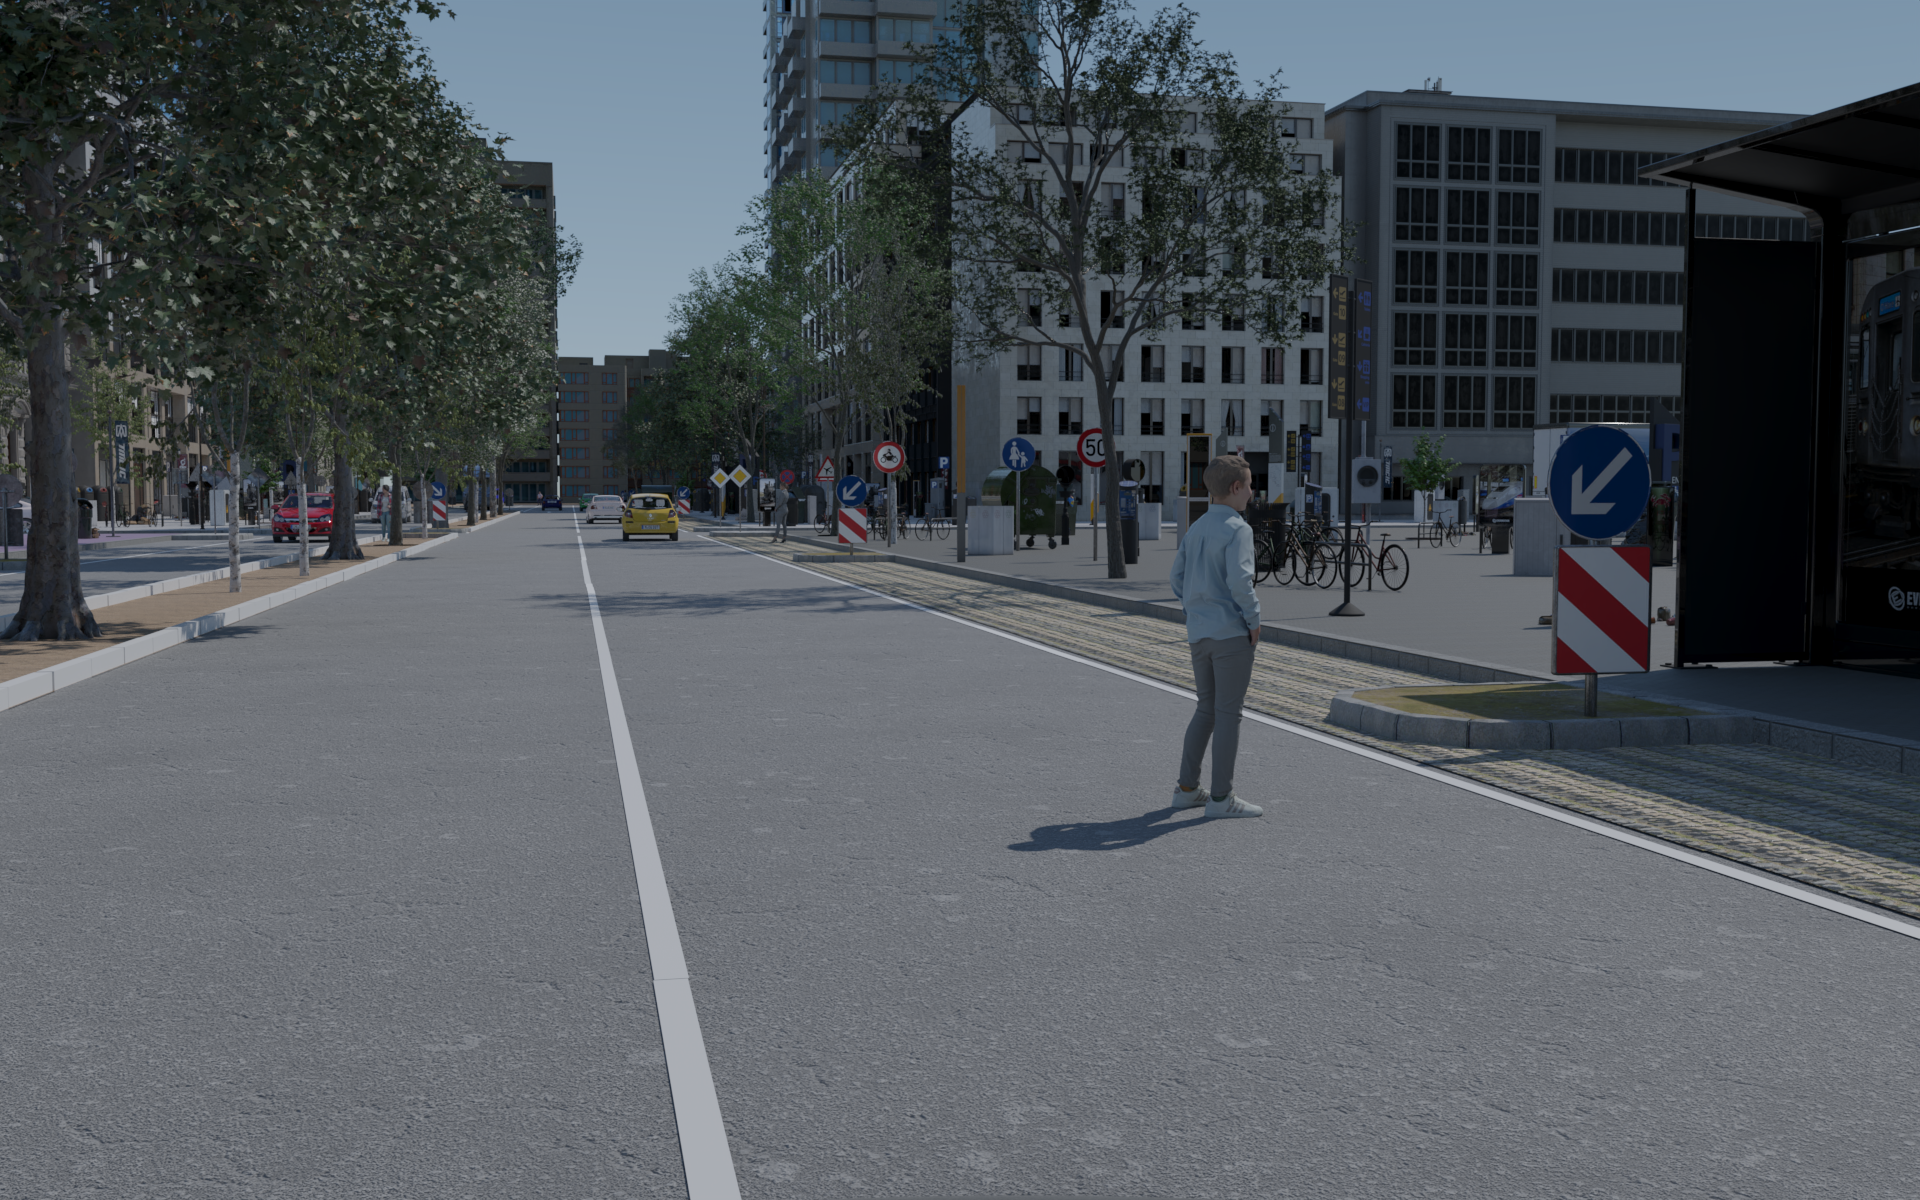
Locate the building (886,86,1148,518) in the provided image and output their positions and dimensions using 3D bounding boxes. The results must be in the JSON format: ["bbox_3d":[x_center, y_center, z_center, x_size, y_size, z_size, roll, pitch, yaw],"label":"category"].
[{"bbox_3d":[3.053,-16.703,102.764,12.332,23.373,15.834,-1,4,-13],"label":"building"}]

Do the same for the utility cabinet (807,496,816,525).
[{"bbox_3d":[-6.207,-3.764,72.703,0.306,1.237,1.020,-1,4,-10],"label":"utility cabinet"}]

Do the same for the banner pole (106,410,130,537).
[{"bbox_3d":[-25.178,-3.778,51.795,0.401,3.779,0.863,2,4,24],"label":"banner pole"}]

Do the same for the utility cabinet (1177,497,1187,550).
[{"bbox_3d":[5.455,-1.783,40.314,0.306,1.237,1.020,3,5,42],"label":"utility cabinet"}]

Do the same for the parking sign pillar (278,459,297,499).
[{"bbox_3d":[-38.259,-6.759,98.973,1.447,3.967,1.447,-2,4,-32],"label":"parking sign pillar"}]

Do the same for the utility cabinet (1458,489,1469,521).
[{"bbox_3d":[24.048,-4.533,82.798,0.318,1.500,1.173,0,4,4],"label":"utility cabinet"}]

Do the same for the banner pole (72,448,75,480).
[{"bbox_3d":[-42.865,-5.693,83.095,0.401,3.779,0.863,3,4,37],"label":"banner pole"}]

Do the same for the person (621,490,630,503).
[{"bbox_3d":[-31.794,-9.540,164.463,0.705,1.826,1.348,3,4,36],"label":"person"}]

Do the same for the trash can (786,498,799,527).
[{"bbox_3d":[-6.729,-3.485,68.639,0.748,1.137,0.748,0,3,0],"label":"trash can"}]

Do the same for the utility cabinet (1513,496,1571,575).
[{"bbox_3d":[9.317,-0.997,27.456,1.020,1.237,0.306,1,4,12],"label":"utility cabinet"}]

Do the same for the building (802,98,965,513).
[{"bbox_3d":[0.133,-19.759,127.582,19.350,26.468,34.151,-1,4,-13],"label":"building"}]

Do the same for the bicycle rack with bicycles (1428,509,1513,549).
[{"bbox_3d":[12.224,-1.697,41.123,2.852,0.926,2.925,2,4,34],"label":"bicycle rack with bicycles"}]

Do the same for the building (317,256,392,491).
[{"bbox_3d":[-92.810,-37.528,233.186,30.456,49.044,23.786,-1,4,-13],"label":"building"}]

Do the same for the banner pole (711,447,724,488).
[{"bbox_3d":[-12.774,-6.226,91.818,0.863,3.779,0.401,0,4,1],"label":"banner pole"}]

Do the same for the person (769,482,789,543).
[{"bbox_3d":[-5.279,-2.551,50.483,0.573,1.790,0.520,0,4,-5],"label":"person"}]

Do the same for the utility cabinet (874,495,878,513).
[{"bbox_3d":[-3.866,-4.713,88.217,1.020,1.237,0.306,0,4,-4],"label":"utility cabinet"}]

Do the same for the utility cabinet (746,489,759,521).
[{"bbox_3d":[-9.625,-4.511,82.437,1.173,1.500,0.318,2,4,32],"label":"utility cabinet"}]

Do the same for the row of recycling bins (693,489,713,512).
[{"bbox_3d":[-19.436,-7.536,130.324,1.069,1.692,3.534,-1,4,-15],"label":"row of recycling bins"}]

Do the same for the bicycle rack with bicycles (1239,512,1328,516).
[{"bbox_3d":[6.846,-1.320,34.971,2.852,0.926,2.925,-2,4,-27],"label":"bicycle rack with bicycles"}]

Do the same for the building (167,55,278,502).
[{"bbox_3d":[-69.016,-50.866,144.336,22.319,86.520,31.000,-1,4,-13],"label":"building"}]

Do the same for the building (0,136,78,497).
[{"bbox_3d":[-48.210,-15.252,78.248,11.050,23.489,19.941,-1,4,-13],"label":"building"}]

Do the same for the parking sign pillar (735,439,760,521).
[{"bbox_3d":[-10.181,-5.836,83.898,1.447,3.967,1.447,-2,4,-34],"label":"parking sign pillar"}]

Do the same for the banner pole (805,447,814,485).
[{"bbox_3d":[-8.066,-6.270,92.524,0.401,3.779,0.863,-3,5,-41],"label":"banner pole"}]

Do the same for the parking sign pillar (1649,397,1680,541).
[{"bbox_3d":[19.827,-3.658,48.286,1.447,3.967,1.447,-2,4,-26],"label":"parking sign pillar"}]

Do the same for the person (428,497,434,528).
[{"bbox_3d":[-20.876,-3.607,68.479,0.512,1.701,0.522,2,4,28],"label":"person"}]

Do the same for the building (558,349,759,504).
[{"bbox_3d":[-42.441,-24.614,247.480,28.899,21.520,27.650,-1,4,-13],"label":"building"}]

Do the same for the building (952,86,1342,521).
[{"bbox_3d":[8.920,-14.169,86.407,16.860,20.320,10.420,-1,4,-13],"label":"building"}]

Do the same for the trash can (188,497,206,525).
[{"bbox_3d":[-32.058,-3.738,72.764,0.748,1.137,0.748,0,3,0],"label":"trash can"}]

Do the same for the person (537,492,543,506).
[{"bbox_3d":[-51.469,-12.388,211.984,0.756,1.711,0.436,2,4,32],"label":"person"}]

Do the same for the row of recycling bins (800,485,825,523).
[{"bbox_3d":[-6.790,-4.348,78.211,1.069,1.692,3.534,-1,4,-13],"label":"row of recycling bins"}]

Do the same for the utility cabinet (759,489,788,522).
[{"bbox_3d":[-8.518,-4.333,79.525,1.173,1.500,0.318,-1,4,-18],"label":"utility cabinet"}]

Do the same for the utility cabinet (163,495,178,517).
[{"bbox_3d":[-44.956,-5.360,98.792,1.020,1.237,0.306,1,4,15],"label":"utility cabinet"}]

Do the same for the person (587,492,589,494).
[{"bbox_3d":[-44.131,-11.979,205.069,1.217,1.735,0.721,2,4,28],"label":"person"}]

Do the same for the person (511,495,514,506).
[{"bbox_3d":[-54.478,-12.342,210.157,0.709,1.838,0.599,1,4,11],"label":"person"}]

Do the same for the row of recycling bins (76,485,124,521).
[{"bbox_3d":[-40.641,-4.520,81.014,1.069,1.692,3.534,1,4,15],"label":"row of recycling bins"}]

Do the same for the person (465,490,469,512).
[{"bbox_3d":[-38.683,-7.797,136.160,0.592,1.802,0.473,-2,4,-35],"label":"person"}]

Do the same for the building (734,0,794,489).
[{"bbox_3d":[-13.135,-53.756,191.586,22.319,86.520,31.000,-1,4,-13],"label":"building"}]

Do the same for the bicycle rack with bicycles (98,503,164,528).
[{"bbox_3d":[-32.157,-3.304,67.395,2.852,0.926,2.925,-1,4,-22],"label":"bicycle rack with bicycles"}]

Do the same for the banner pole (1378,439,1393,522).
[{"bbox_3d":[19.366,-5.442,78.997,0.863,3.779,0.401,-1,4,-19],"label":"banner pole"}]

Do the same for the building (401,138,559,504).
[{"bbox_3d":[-66.367,-37.570,237.976,21.600,48.544,21.300,-1,4,-13],"label":"building"}]

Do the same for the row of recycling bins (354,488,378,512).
[{"bbox_3d":[-42.501,-7.095,123.111,3.534,1.692,1.069,1,4,13],"label":"row of recycling bins"}]

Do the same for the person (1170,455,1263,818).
[{"bbox_3d":[1.172,0.159,7.711,0.330,1.601,0.589,-1,4,-16],"label":"person"}]

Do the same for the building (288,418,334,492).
[{"bbox_3d":[-80.140,-20.455,179.472,28.899,21.520,27.650,-1,4,-13],"label":"building"}]

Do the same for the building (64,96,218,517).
[{"bbox_3d":[-58.298,-18.339,104.360,19.350,26.468,34.151,-1,4,-13],"label":"building"}]

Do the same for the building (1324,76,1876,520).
[{"bbox_3d":[32.144,-16.783,93.469,30.058,24.678,14.314,-1,4,-13],"label":"building"}]

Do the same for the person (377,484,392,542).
[{"bbox_3d":[-17.219,-2.611,52.030,0.563,1.720,0.643,0,4,-2],"label":"person"}]

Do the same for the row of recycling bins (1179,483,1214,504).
[{"bbox_3d":[8.092,-3.089,57.617,1.069,1.692,3.534,0,4,-6],"label":"row of recycling bins"}]

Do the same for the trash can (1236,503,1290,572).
[{"bbox_3d":[5.103,-1.047,28.765,0.748,1.137,0.748,0,3,0],"label":"trash can"}]

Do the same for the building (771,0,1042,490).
[{"bbox_3d":[-5.600,-33.216,162.696,23.786,49.044,30.456,-1,4,-13],"label":"building"}]

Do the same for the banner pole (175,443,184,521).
[{"bbox_3d":[-37.543,-5.705,83.294,0.401,3.779,0.863,-1,4,-11],"label":"banner pole"}]

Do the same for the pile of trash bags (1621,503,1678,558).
[{"bbox_3d":[13.852,-1.443,33.344,1.912,1.369,3.447,2,4,31],"label":"pile of trash bags"}]
